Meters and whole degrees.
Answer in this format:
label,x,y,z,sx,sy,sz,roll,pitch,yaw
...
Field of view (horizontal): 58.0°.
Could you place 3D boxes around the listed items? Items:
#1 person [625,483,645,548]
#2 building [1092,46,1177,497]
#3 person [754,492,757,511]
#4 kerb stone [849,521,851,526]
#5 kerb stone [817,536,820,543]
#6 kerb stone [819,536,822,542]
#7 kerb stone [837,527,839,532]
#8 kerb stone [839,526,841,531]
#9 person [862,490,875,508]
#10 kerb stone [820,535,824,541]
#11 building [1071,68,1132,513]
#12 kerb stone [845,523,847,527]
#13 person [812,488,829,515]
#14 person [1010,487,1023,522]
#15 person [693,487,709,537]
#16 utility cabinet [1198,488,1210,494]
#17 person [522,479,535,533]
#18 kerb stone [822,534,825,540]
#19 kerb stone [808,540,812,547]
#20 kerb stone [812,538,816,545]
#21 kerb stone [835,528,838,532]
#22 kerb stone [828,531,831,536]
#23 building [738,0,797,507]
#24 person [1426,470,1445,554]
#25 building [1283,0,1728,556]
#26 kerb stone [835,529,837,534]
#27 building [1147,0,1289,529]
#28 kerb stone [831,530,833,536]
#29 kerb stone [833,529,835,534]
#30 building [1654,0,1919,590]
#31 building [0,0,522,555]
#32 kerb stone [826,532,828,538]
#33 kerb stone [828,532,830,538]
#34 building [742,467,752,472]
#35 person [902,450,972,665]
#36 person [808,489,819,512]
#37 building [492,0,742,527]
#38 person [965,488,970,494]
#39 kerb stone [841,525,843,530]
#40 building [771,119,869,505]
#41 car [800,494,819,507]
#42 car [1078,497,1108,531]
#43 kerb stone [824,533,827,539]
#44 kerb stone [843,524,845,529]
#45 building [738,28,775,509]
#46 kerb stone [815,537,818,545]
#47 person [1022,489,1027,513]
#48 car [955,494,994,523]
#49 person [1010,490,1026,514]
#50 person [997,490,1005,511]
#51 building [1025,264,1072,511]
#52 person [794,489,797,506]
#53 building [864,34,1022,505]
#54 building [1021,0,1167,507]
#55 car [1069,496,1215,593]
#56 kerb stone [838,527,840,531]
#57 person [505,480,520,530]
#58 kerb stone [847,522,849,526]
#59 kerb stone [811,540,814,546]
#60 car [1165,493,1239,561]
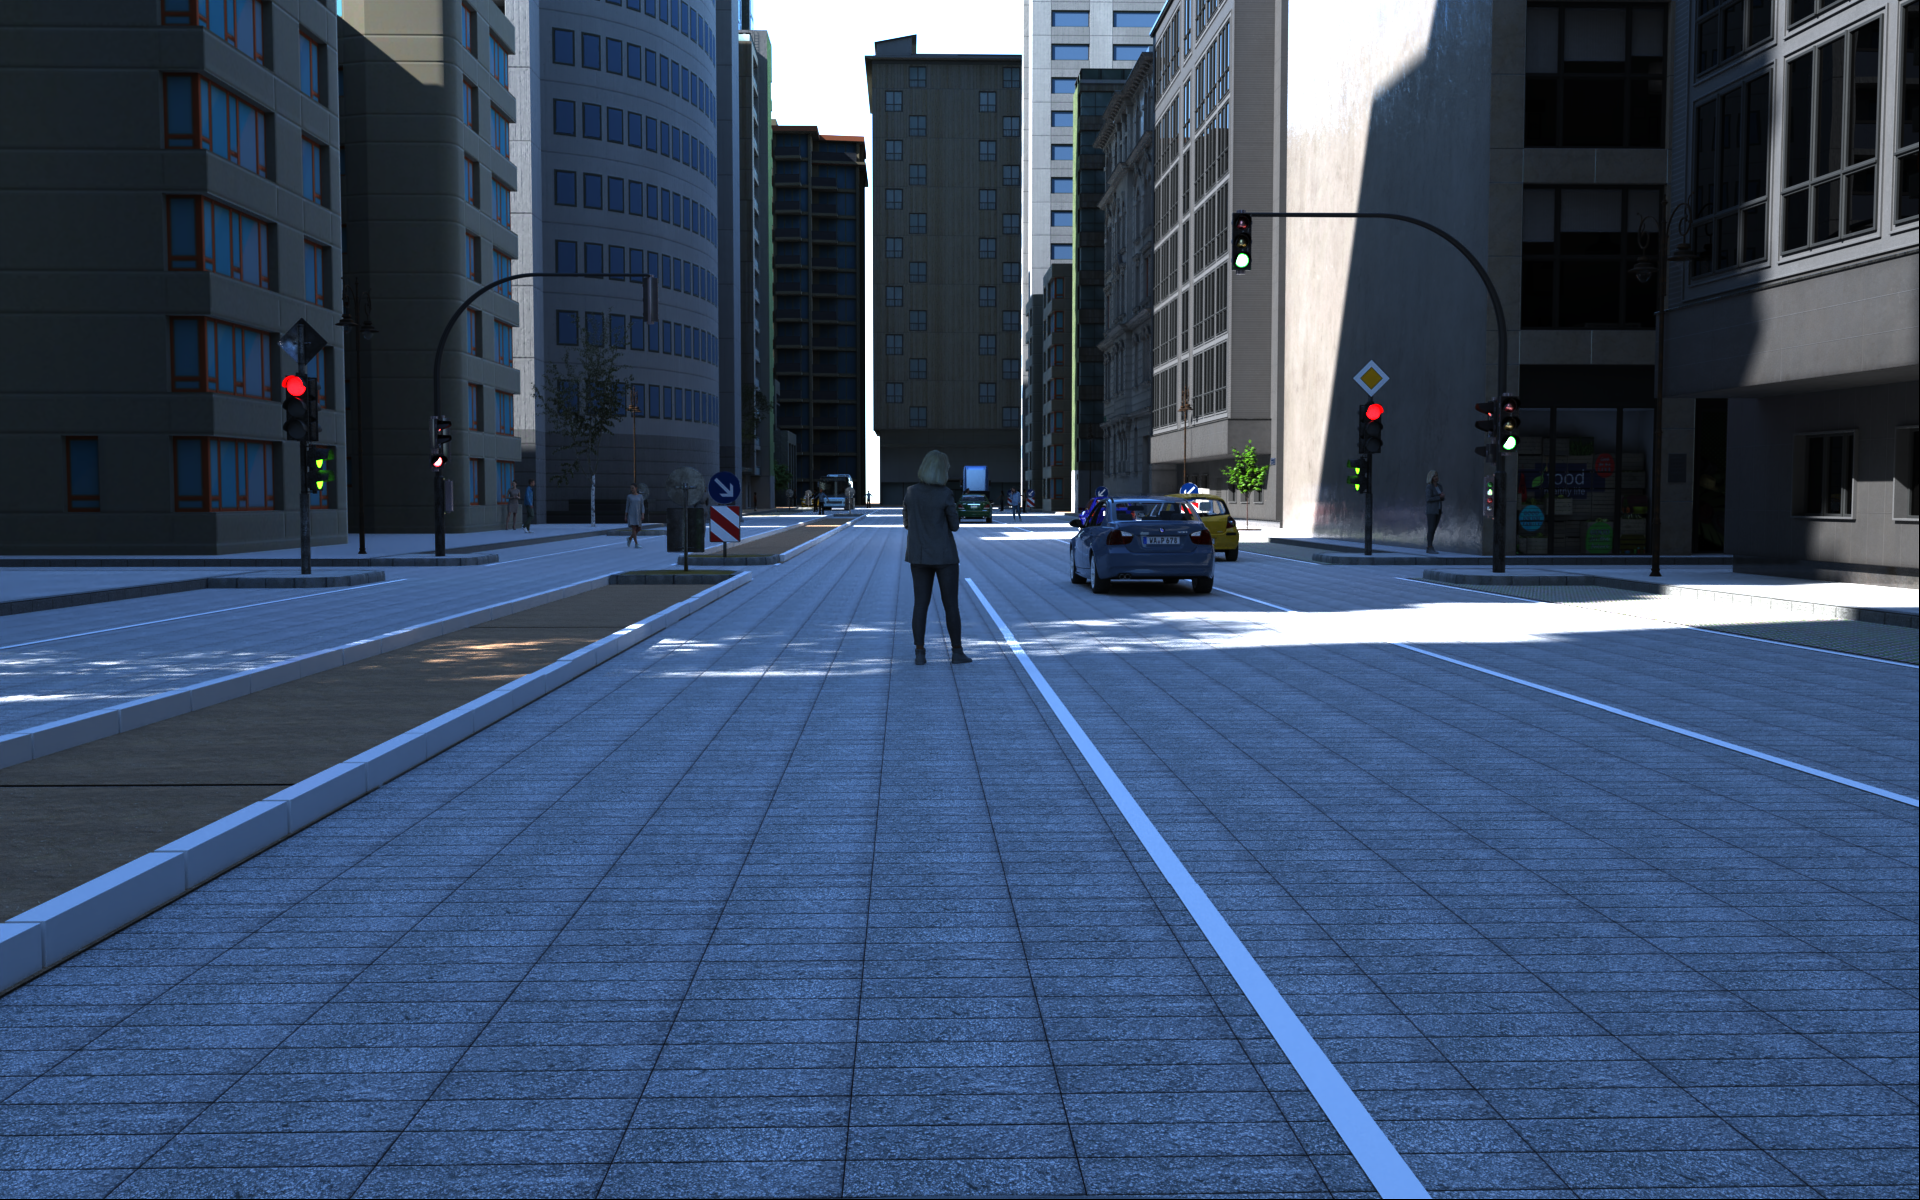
label,x,y,z,sx,sy,sz,roll,pitch,yaw
person,-8.675,-2.247,45.995,0.760,1.731,0.466,3,5,44
building,15.656,-19.102,99.707,14.401,28.519,23.554,0,4,-2
person,-15.335,-7.378,129.929,0.557,1.426,1.065,0,4,-7
kerb stone,-4.960,-3.291,75.999,0.120,0.150,1.000,0,4,-2
kerb stone,-4.139,-1.651,49.331,0.120,0.150,1.000,0,4,-2
kerb stone,-4.178,-1.721,50.352,0.120,0.150,1.000,0,4,-2
kerb stone,-4.548,-2.463,62.666,0.120,0.150,1.000,0,4,-2
kerb stone,-4.605,-2.601,64.716,0.120,0.150,1.000,0,4,-2
person,-9.274,-10.226,175.682,1.348,1.826,0.705,-1,4,-22
kerb stone,-4.201,-1.785,51.376,0.120,0.150,1.000,0,4,-2
building,14.683,-21.395,121.515,14.160,30.474,14.107,0,4,-2
kerb stone,-4.799,-2.977,70.863,0.120,0.150,1.000,0,4,-2
person,-9.657,-6.848,120.444,1.348,1.826,0.705,2,4,25
person,2.924,-4.968,89.996,0.793,1.790,0.793,-1,4,-21
person,-7.583,-2.531,50.154,0.573,1.790,0.520,3,5,42
utility cabinet,9.163,-3.464,65.318,0.318,1.500,1.173,0,4,-3
person,-14.122,-3.075,56.663,0.444,1.785,0.601,0,4,-3
kerb stone,-4.236,-1.848,52.410,0.120,0.150,1.000,0,4,-2
kerb stone,-4.017,-1.408,45.224,0.120,0.150,1.000,0,4,-2
kerb stone,-4.082,-1.534,47.272,0.120,0.150,1.000,0,4,-2
kerb stone,-4.525,-2.412,61.643,0.120,0.150,1.000,0,4,-2
kerb stone,-4.361,-2.095,56.511,0.120,0.150,1.000,0,4,-2
building,-32.924,-52.695,174.229,31.000,86.520,22.319,0,4,-2
person,10.297,-1.907,37.413,0.537,1.800,0.526,-2,4,-29
building,27.553,-14.725,45.270,34.151,26.468,19.350,0,4,-2
kerb stone,-4.489,-2.347,60.622,0.120,0.150,1.000,0,4,-2
building,16.851,-17.251,75.554,14.314,27.812,24.014,0,4,-2
kerb stone,-4.396,-2.161,57.537,0.120,0.150,1.000,0,4,-2
kerb stone,-4.458,-2.288,59.597,0.120,0.150,1.000,0,4,-2
building,18.358,-13.601,15.876,14.314,27.812,24.014,0,4,-2
building,-29.832,-12.514,49.641,27.650,21.520,28.899,0,4,-2
kerb stone,-4.298,-1.973,54.456,0.120,0.150,1.000,0,4,-2
kerb stone,-4.335,-2.034,55.478,0.120,0.150,1.000,0,4,-2
building,-27.817,-30.901,124.837,23.786,49.044,30.456,0,4,-2
person,-0.223,-0.368,14.698,0.537,1.800,0.526,2,4,35
person,-11.634,-8.017,139.216,1.348,1.869,0.705,3,5,39
building,-22.801,-33.225,85.229,21.231,58.520,28.212,0,4,-2
person,0.525,-5.798,103.657,0.532,1.782,0.716,1,4,11
kerb stone,-4.682,-2.722,66.762,0.120,0.150,1.000,0,4,-2
building,-25.372,-33.658,204.926,28.867,44.769,22.147,0,4,-2
car,-14.774,-9.851,171.285,2.015,1.641,3.980,0,4,-3
car,5.176,-2.962,61.005,1.945,1.354,3.894,0,4,-2
kerb stone,-4.267,-1.911,53.432,0.120,0.150,1.000,0,4,-2
kerb stone,-4.744,-2.849,68.813,0.120,0.150,1.000,0,4,-2
building,-23.519,-28.405,148.013,14.154,41.232,14.086,0,4,-2
kerb stone,-4.116,-1.597,48.308,0.120,0.150,1.000,0,4,-2
person,4.985,-7.622,133.134,0.705,1.823,1.348,0,4,-1
car,0.679,-4.611,87.182,2.131,1.459,4.920,0,4,0
person,4.274,-7.207,127.017,1.217,1.739,0.721,0,4,-6
person,3.443,-8.296,144.860,0.721,1.735,1.217,2,4,31
building,20.272,-18.341,144.909,27.650,21.520,28.899,0,4,-2
person,-17.131,-10.639,180.129,0.705,1.807,1.348,0,4,-1
building,2.712,-37.861,208.273,27.495,52.752,28.713,0,4,-2
building,16.636,-38.579,172.768,21.231,58.520,28.212,0,4,-2
car,2.715,-0.874,26.287,2.014,1.417,4.499,0,4,-3
kerb stone,-4.591,-2.534,63.694,0.120,0.150,1.000,0,4,-2
person,-15.971,-3.394,61.868,0.599,1.781,0.374,-2,4,-29
kerb stone,-4.860,-3.103,72.921,0.120,0.150,1.000,0,4,-2
kerb stone,-4.058,-1.470,46.251,0.120,0.150,1.000,0,4,-2
car,5.021,-1.723,38.399,2.015,1.641,3.980,0,4,-2
